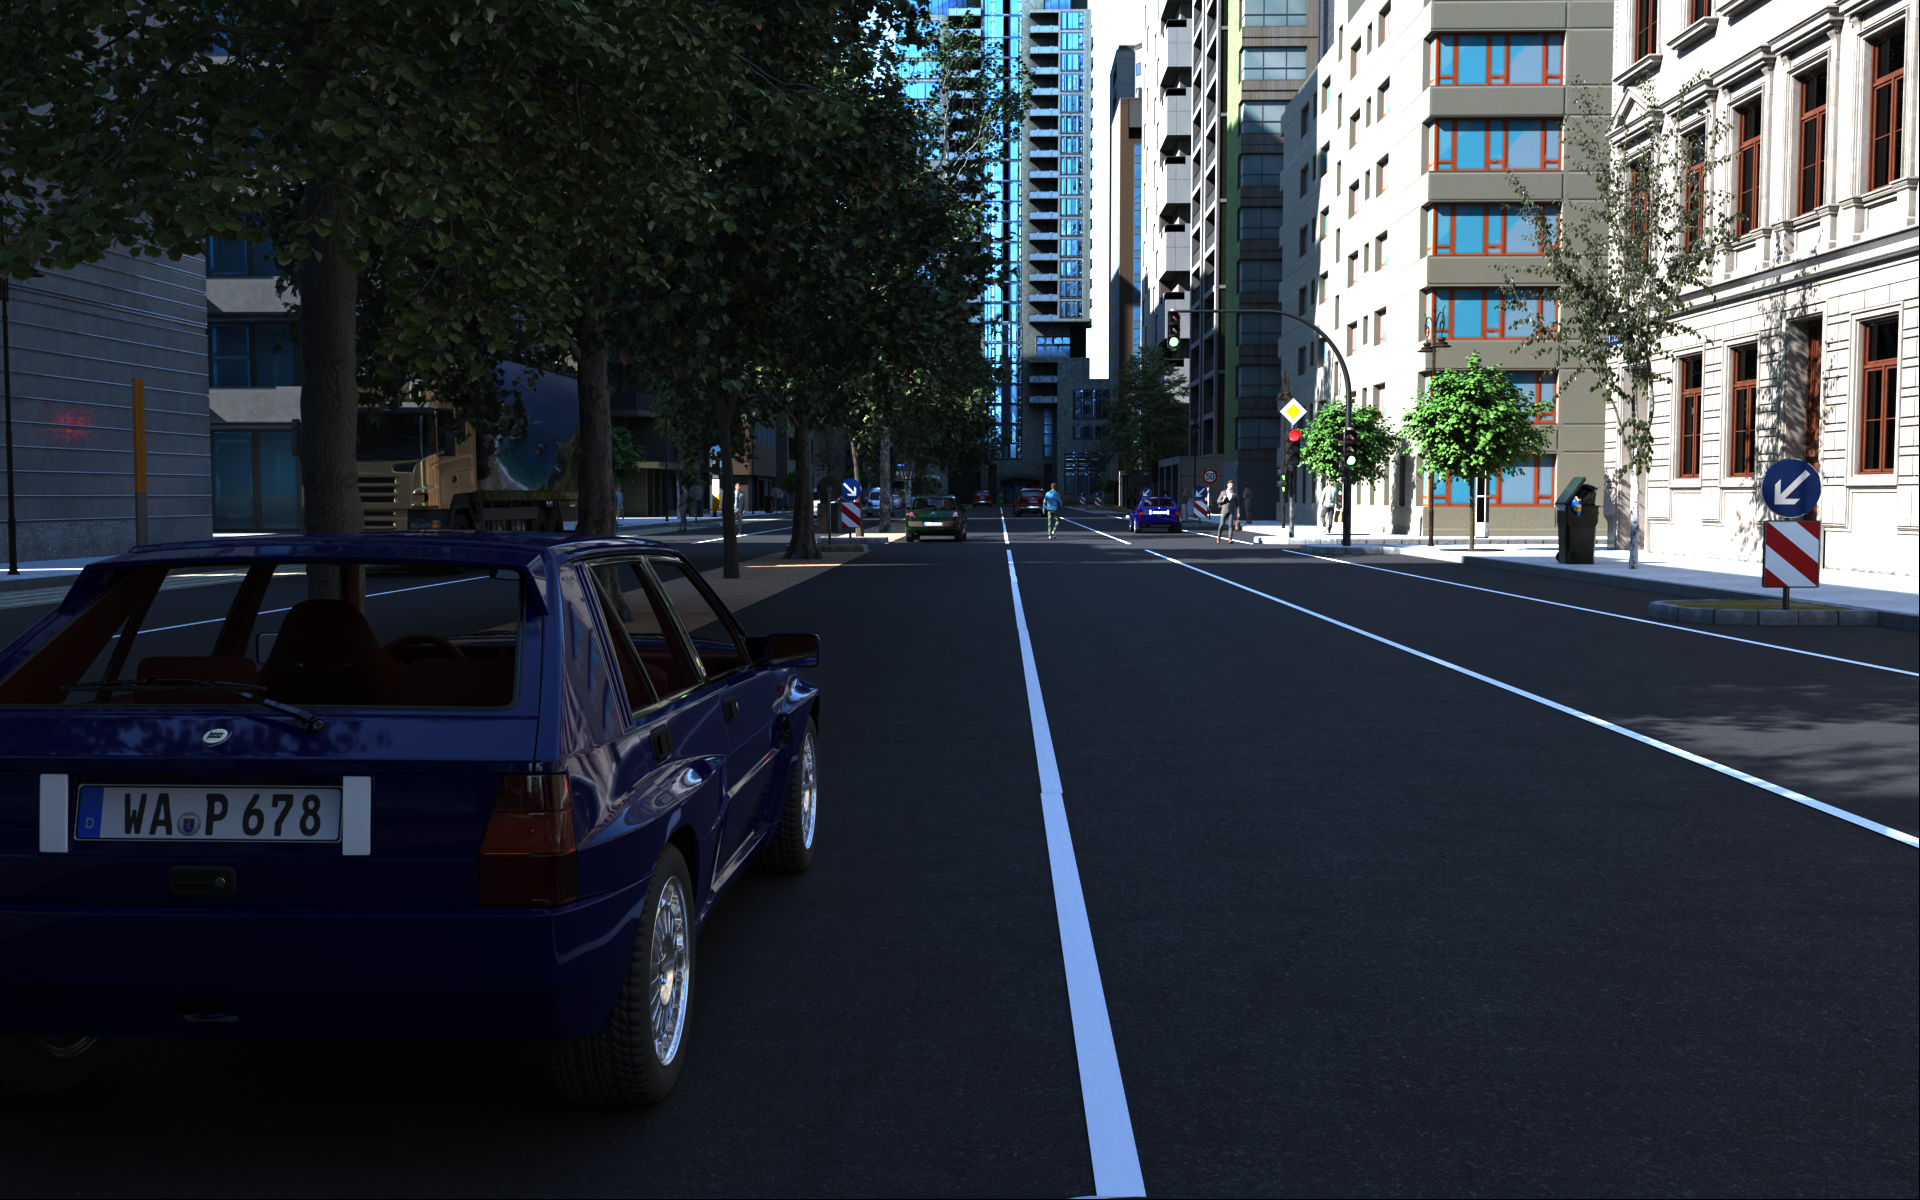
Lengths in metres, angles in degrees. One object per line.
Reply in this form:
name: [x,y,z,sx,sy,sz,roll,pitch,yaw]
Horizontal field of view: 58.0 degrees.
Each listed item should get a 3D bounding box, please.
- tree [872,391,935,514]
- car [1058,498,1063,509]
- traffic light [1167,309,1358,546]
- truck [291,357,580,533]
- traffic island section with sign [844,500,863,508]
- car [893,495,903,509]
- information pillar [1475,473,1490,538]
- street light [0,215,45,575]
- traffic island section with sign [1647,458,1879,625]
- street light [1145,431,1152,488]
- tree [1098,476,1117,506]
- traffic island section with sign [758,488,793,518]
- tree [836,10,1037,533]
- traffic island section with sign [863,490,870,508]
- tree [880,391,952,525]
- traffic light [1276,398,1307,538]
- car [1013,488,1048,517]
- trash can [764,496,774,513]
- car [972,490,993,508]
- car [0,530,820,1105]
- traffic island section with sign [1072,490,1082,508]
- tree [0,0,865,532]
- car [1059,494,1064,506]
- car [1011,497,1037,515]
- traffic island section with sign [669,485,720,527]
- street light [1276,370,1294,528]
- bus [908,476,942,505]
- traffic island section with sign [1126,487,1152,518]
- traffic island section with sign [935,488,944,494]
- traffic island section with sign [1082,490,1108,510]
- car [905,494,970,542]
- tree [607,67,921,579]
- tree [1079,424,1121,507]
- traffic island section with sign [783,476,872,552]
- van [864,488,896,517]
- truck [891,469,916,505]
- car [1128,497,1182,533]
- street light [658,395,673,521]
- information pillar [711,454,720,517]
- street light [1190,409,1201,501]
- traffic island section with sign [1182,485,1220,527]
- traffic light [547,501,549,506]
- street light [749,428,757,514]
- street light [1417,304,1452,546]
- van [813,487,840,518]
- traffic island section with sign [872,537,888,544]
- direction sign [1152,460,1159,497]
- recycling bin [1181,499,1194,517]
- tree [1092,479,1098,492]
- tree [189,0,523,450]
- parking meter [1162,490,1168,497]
tree: [-2.177,-7.404,73.871,4.360,8.622,3.978,0,3,0]
car: [9.255,-9.825,172.646,2.014,1.417,4.499,0,4,3]
traffic light: [7.449,-4.159,42.666,4.771,5.953,1.251,0,4,1]
truck: [-9.968,-2.776,34.298,2.839,4.237,11.283,0,4,1]
traffic island section with sign: [-9.882,-8.858,153.449,1.989,1.847,2.006,0,4,1]
car: [-6.446,-9.258,163.722,2.083,1.381,4.827,0,4,2]
information pillar: [15.180,-2.802,50.301,0.304,2.012,0.304,3,4,38]
street light: [-15.073,-3.340,27.400,0.468,5.910,1.993,0,4,1]
traffic island section with sign: [9.071,-0.688,19.872,1.989,1.847,2.006,0,4,1]
street light: [13.528,-9.286,124.617,0.468,5.910,1.993,0,4,1]
tree: [15.675,-11.405,181.065,1.663,3.219,1.824,0,3,0]
traffic island section with sign: [-10.985,-5.807,103.580,1.989,1.847,2.006,0,4,1]
tree: [-3.962,-12.597,64.299,12.611,20.169,13.585,0,3,0]
traffic island section with sign: [-9.275,-10.507,180.416,1.989,1.847,2.006,0,4,1]
tree: [-2.396,-7.718,79.016,4.737,8.622,4.395,0,3,0]
traffic light: [9.719,-3.781,50.744,0.839,4.253,0.868,0,4,1]
car: [4.548,-6.204,110.112,2.281,1.827,5.304,0,3,0]
trash can: [-12.894,-6.443,117.002,0.748,1.137,0.748,0,3,0]
car: [2.373,-10.775,184.839,2.281,1.827,5.304,0,4,0]
car: [-1.470,0.437,5.440,1.945,1.354,3.894,0,4,3]
traffic island section with sign: [12.667,-10.538,180.919,1.989,1.847,2.006,0,4,1]
tree: [-3.893,-5.503,10.555,7.486,12.596,7.792,0,3,0]
car: [10.026,-10.554,182.782,2.015,1.641,3.980,0,4,2]
car: [4.591,-6.723,122.496,1.945,1.354,3.894,0,4,2]
traffic island section with sign: [-11.601,-4.117,75.944,1.989,1.847,2.006,0,4,1]
street light: [12.095,-5.615,64.597,0.468,5.910,1.993,0,4,1]
bus: [-3.318,-10.611,168.351,2.948,3.499,13.247,0,4,2]
traffic island section with sign: [10.932,-5.789,103.275,1.989,1.847,2.006,0,4,1]
traffic island section with sign: [-1.499,-7.204,125.924,2.006,1.907,1.989,0,4,1]
traffic island section with sign: [12.037,-8.836,153.094,1.989,1.847,2.006,0,4,1]
car: [-0.704,-2.642,52.984,2.009,1.686,4.222,0,4,3]
tree: [-3.832,-5.655,29.327,8.767,10.594,7.601,0,4,1]
tree: [14.310,-13.794,175.894,4.360,8.622,3.978,0,3,0]
traffic island section with sign: [-3.334,-2.157,43.399,2.006,1.907,1.989,0,4,1]
van: [-5.097,-6.354,110.899,2.013,2.044,4.112,0,3,0]
truck: [-6.167,-12.645,195.663,2.839,4.237,11.283,0,4,0]
car: [7.268,-3.177,64.531,1.945,1.354,3.894,0,4,2]
street light: [-13.749,-6.624,81.089,0.468,5.910,1.993,0,4,1]
information pillar: [-13.633,-6.444,96.715,0.504,3.616,0.183,2,4,28]
street light: [12.834,-7.448,94.567,0.468,5.910,1.993,0,4,1]
traffic island section with sign: [10.324,-4.112,75.856,1.989,1.847,2.006,0,4,1]
traffic light: [-10.343,-4.681,51.207,4.771,5.953,1.251,0,4,1]
street light: [-13.192,-8.409,110.270,0.468,5.910,1.993,0,4,1]
street light: [11.563,-4.255,42.352,0.468,5.910,1.993,0,4,1]
van: [-7.923,-5.730,100.704,2.013,2.044,4.112,0,4,0]
traffic island section with sign: [-3.160,-2.610,50.804,2.006,1.907,1.989,0,4,1]
direction sign: [13.064,-7.582,115.963,0.379,3.537,0.876,2,4,35]
recycling bin: [12.856,-5.205,97.651,0.722,1.027,0.722,1,4,9]
tree: [14.842,-11.745,186.635,1.663,3.219,1.824,0,3,0]
tree: [-4.085,-6.099,19.189,9.611,12.733,9.660,0,3,0]
parking meter: [13.403,-6.406,113.145,0.372,1.533,0.369,0,3,0]
